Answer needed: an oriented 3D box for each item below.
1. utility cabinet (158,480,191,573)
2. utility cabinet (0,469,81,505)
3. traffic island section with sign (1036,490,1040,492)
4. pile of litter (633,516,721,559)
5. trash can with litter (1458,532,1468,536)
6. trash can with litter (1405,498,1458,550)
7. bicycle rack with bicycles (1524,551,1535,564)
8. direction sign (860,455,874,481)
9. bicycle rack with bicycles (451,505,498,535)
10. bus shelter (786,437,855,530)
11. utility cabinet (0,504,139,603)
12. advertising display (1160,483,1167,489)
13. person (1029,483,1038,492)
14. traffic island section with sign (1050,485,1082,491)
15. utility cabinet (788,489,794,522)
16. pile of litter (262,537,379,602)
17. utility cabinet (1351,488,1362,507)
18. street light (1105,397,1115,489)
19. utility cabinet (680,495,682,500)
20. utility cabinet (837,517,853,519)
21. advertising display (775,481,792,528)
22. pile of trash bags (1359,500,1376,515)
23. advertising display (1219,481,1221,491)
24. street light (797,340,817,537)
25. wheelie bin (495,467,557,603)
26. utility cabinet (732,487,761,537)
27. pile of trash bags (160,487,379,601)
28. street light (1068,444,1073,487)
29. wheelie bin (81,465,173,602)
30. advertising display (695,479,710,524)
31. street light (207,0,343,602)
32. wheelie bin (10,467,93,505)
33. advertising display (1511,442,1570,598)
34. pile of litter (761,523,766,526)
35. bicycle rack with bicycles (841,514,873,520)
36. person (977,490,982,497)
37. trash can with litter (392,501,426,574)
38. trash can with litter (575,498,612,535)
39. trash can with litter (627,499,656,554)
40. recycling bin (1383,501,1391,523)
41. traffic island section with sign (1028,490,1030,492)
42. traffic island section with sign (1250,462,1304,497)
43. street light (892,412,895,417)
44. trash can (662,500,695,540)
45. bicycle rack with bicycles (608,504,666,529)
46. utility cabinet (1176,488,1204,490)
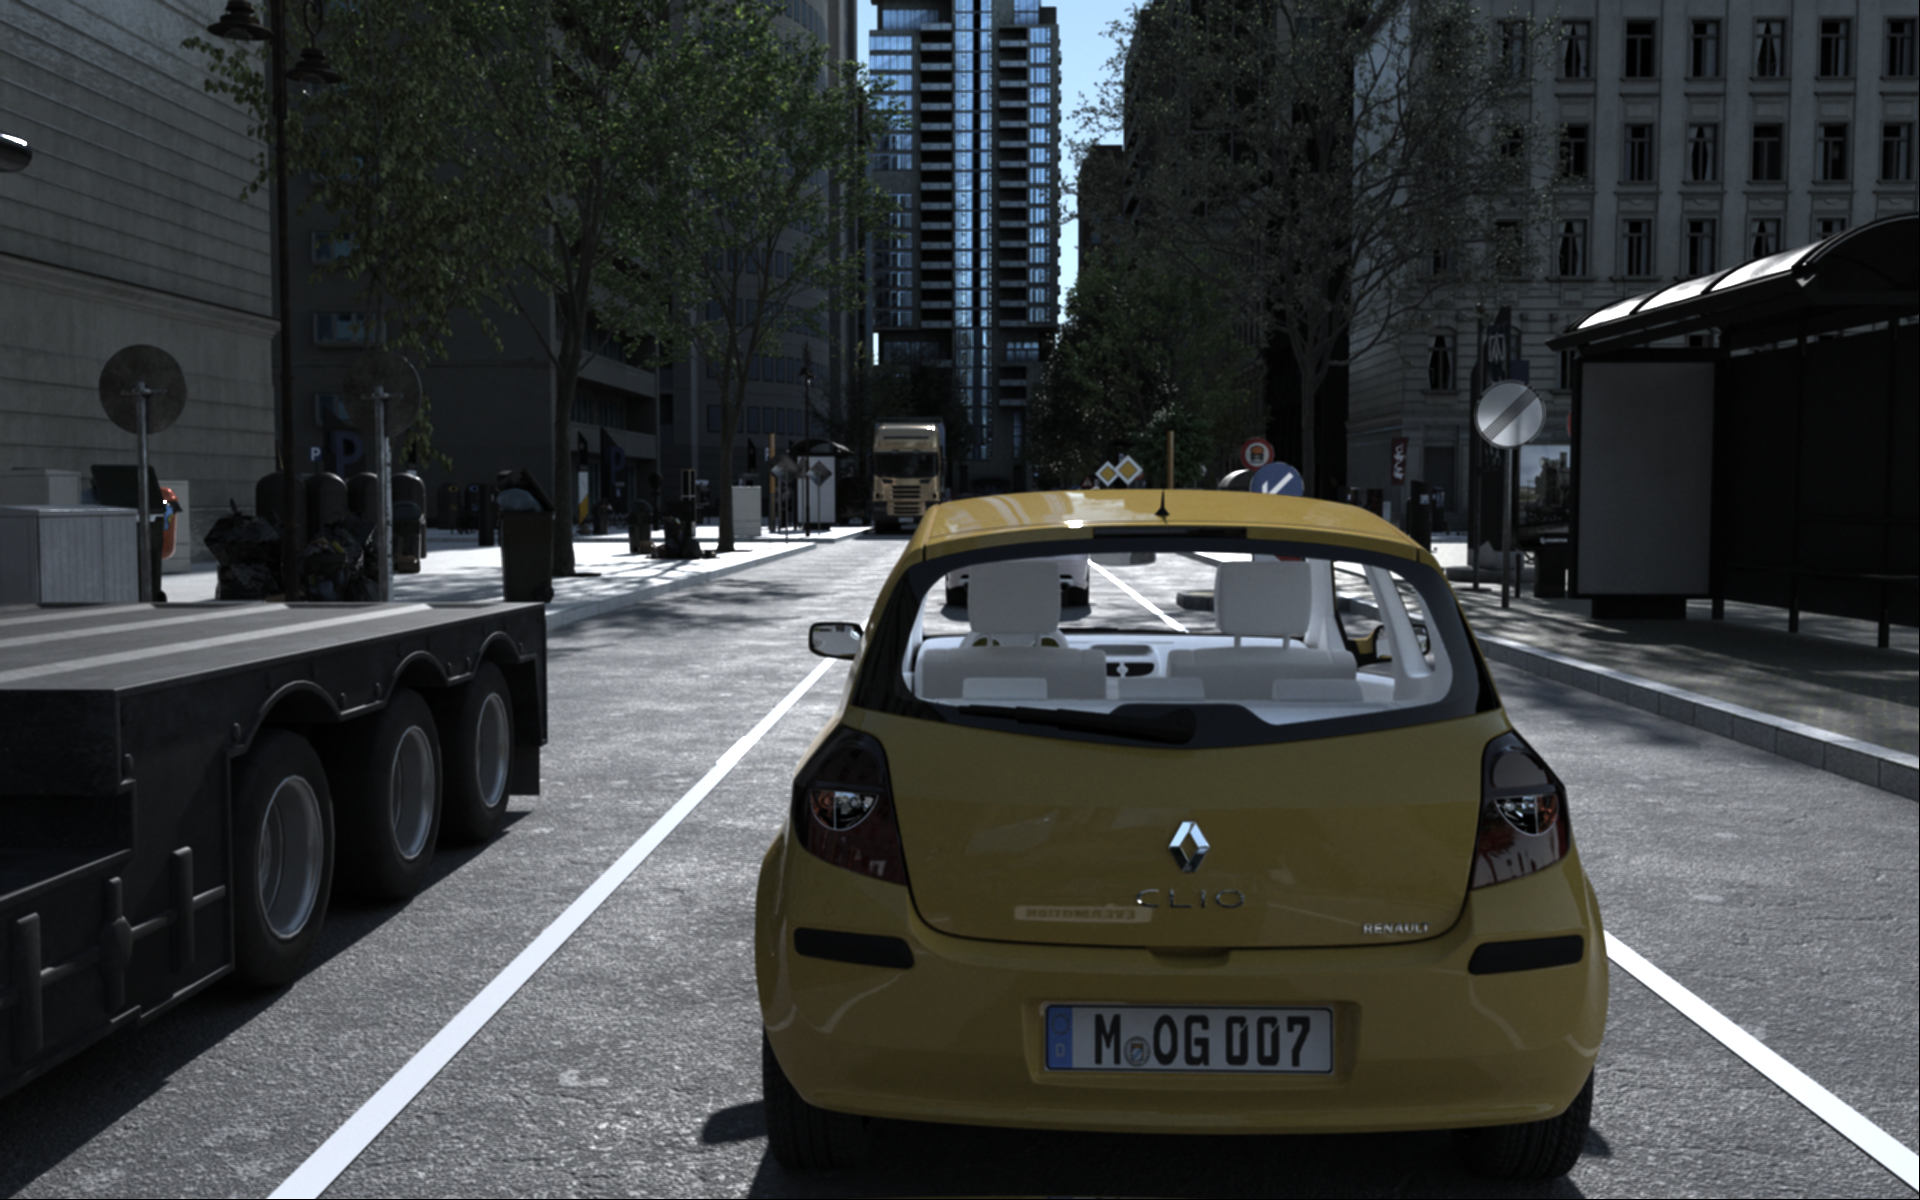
[{"bbox_3d":[-12.872,-1.158,27.619,0.318,1.500,1.173,2,4,23],"label":"utility cabinet"},{"bbox_3d":[-8.236,-0.421,15.559,1.173,1.500,0.318,3,5,44],"label":"utility cabinet"},{"bbox_3d":[5.566,-5.806,103.555,1.989,1.847,2.006,0,4,1],"label":"traffic island section with sign"},{"bbox_3d":[-5.638,-1.255,34.489,1.719,0.858,1.176,2,4,26],"label":"pile of litter"},{"bbox_3d":[15.860,-2.617,53.843,2.233,1.210,1.678,1,4,14],"label":"trash can with litter"},{"bbox_3d":[10.189,-1.772,40.022,1.678,1.210,2.233,3,4,39],"label":"trash can with litter"},{"bbox_3d":[10.992,-1.142,32.048,2.925,0.926,2.852,1,4,16],"label":"bicycle rack with bicycles"},{"bbox_3d":[-5.440,-6.707,101.657,0.876,3.537,0.379,1,4,19],"label":"direction sign"},{"bbox_3d":[-15.302,-2.590,55.722,2.852,0.926,2.925,1,4,14],"label":"bicycle rack with bicycles"},{"bbox_3d":[-5.124,-4.304,64.289,2.014,3.302,5.546,0,4,1],"label":"bus shelter"},{"bbox_3d":[-5.133,0.071,10.002,0.306,1.237,1.020,0,4,3],"label":"utility cabinet"},{"bbox_3d":[10.178,-4.824,84.087,0.974,1.923,0.123,3,4,36],"label":"advertising display"},{"bbox_3d":[2.779,-3.469,65.316,0.850,1.850,0.679,-1,4,-19],"label":"person"},{"bbox_3d":[4.973,-4.158,76.607,1.989,1.847,2.006,0,4,1],"label":"traffic island section with sign"},{"bbox_3d":[-7.632,-4.304,79.048,1.173,1.500,0.318,3,5,41],"label":"utility cabinet"},{"bbox_3d":[-6.589,-0.225,17.643,1.719,0.858,1.176,-2,4,-25],"label":"pile of litter"},{"bbox_3d":[13.895,-3.210,61.161,0.318,1.500,1.173,2,4,28],"label":"utility cabinet"},{"bbox_3d":[7.091,-6.695,82.251,0.468,5.910,1.993,0,4,1],"label":"street light"},{"bbox_3d":[-12.381,-4.198,79.803,1.020,1.237,0.306,1,4,19],"label":"utility cabinet"},{"bbox_3d":[-6.043,-4.865,90.698,1.020,1.237,0.306,3,5,43],"label":"utility cabinet"},{"bbox_3d":[-6.794,-3.735,66.283,0.123,1.923,0.974,3,4,37],"label":"advertising display"},{"bbox_3d":[27.981,-6.891,122.414,3.447,1.369,1.912,2,4,25],"label":"pile of trash bags"},{"bbox_3d":[13.515,-5.023,87.344,0.974,1.923,0.123,0,4,7],"label":"advertising display"},{"bbox_3d":[-4.599,-4.855,52.162,0.468,5.910,1.993,0,4,1],"label":"street light"},{"bbox_3d":[-5.155,-0.773,20.539,0.693,1.594,0.980,-1,4,-18],"label":"wheelie bin"},{"bbox_3d":[-6.489,-2.638,51.803,0.318,1.500,1.173,3,5,41],"label":"utility cabinet"},{"bbox_3d":[-8.891,-0.736,21.788,3.447,1.369,1.912,1,4,11],"label":"pile of trash bags"},{"bbox_3d":[8.079,-9.400,126.473,0.468,5.910,1.993,0,4,1],"label":"street light"},{"bbox_3d":[-9.038,-0.658,18.671,0.693,1.594,0.980,3,5,44],"label":"wheelie bin"},{"bbox_3d":[-11.125,-4.188,73.687,0.974,1.923,0.123,-1,4,-15],"label":"advertising display"},{"bbox_3d":[-5.487,-2.525,14.072,0.468,5.910,1.993,0,4,1],"label":"street light"},{"bbox_3d":[-11.179,-0.797,20.945,0.693,1.594,0.980,1,4,15],"label":"wheelie bin"},{"bbox_3d":[7.287,-0.987,21.347,0.974,1.923,0.123,0,4,-8],"label":"advertising display"},{"bbox_3d":[-8.575,-3.444,70.272,1.176,0.858,1.719,-2,4,-32],"label":"pile of litter"},{"bbox_3d":[-5.174,-4.296,83.622,2.925,0.926,2.852,0,4,-6],"label":"bicycle rack with bicycles"},{"bbox_3d":[1.799,-8.969,155.231,0.705,1.814,1.350,2,4,24],"label":"person"},{"bbox_3d":[-9.020,-1.040,28.396,0.624,1.170,1.055,-2,4,-24],"label":"trash can with litter"},{"bbox_3d":[-11.536,-2.641,54.562,1.055,1.170,0.624,-2,4,-32],"label":"trash can with litter"},{"bbox_3d":[-6.772,-1.582,37.258,0.624,1.170,1.055,-2,4,-27],"label":"trash can with litter"},{"bbox_3d":[14.320,-2.850,59.145,0.722,1.027,0.722,1,4,11],"label":"recycling bin"},{"bbox_3d":[7.246,-10.545,181.045,1.989,1.847,2.006,0,4,1],"label":"traffic island section with sign"},{"bbox_3d":[3.804,-0.822,22.064,1.989,1.847,2.006,0,4,1],"label":"traffic island section with sign"},{"bbox_3d":[-3.711,-7.595,96.968,0.468,5.910,1.993,0,4,1],"label":"street light"},{"bbox_3d":[-6.573,-1.763,40.480,0.748,1.137,0.748,0,3,0],"label":"trash can"},{"bbox_3d":[-11.789,-3.117,64.352,2.925,0.926,2.852,3,4,37],"label":"bicycle rack with bicycles"},{"bbox_3d":[8.674,-3.495,65.816,1.173,1.500,0.318,-2,4,-26],"label":"utility cabinet"}]
